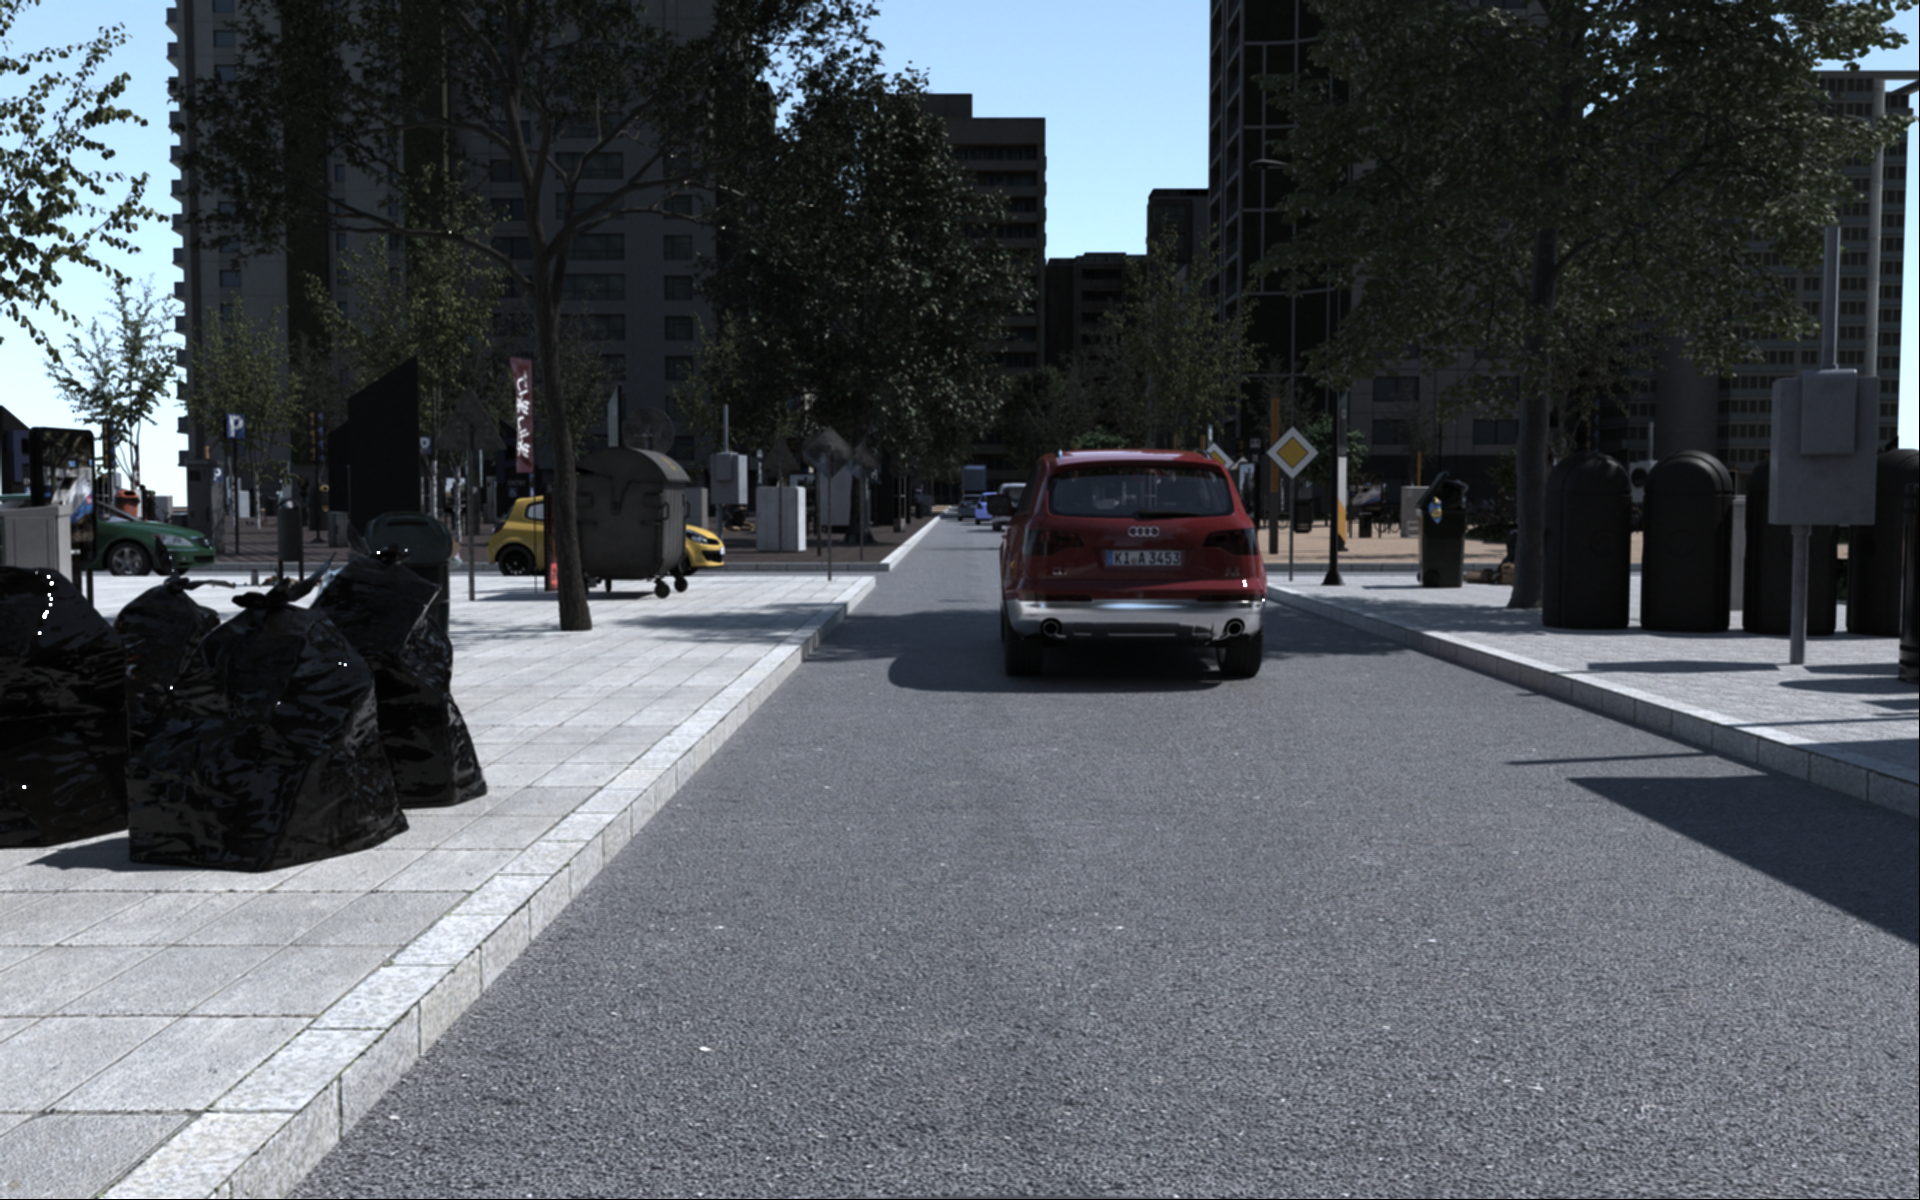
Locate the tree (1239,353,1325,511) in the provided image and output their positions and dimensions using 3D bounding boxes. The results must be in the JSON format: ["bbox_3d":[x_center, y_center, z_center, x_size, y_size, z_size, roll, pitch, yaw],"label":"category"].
[{"bbox_3d":[16.867,-8.556,90.249,4.360,8.622,3.978,0,3,0],"label":"tree"}]

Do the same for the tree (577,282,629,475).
[{"bbox_3d":[-12.698,-6.469,56.133,4.360,8.622,3.978,0,3,0],"label":"tree"}]

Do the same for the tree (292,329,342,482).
[{"bbox_3d":[-19.256,-6.554,57.520,4.360,8.622,3.978,0,3,0],"label":"tree"}]

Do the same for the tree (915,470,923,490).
[{"bbox_3d":[-3.258,-11.394,136.655,4.737,8.622,4.395,0,3,0],"label":"tree"}]

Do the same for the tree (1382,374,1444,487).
[{"bbox_3d":[28.129,-9.557,106.625,4.360,8.622,3.978,0,3,0],"label":"tree"}]

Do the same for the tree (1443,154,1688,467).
[{"bbox_3d":[12.829,-5.257,36.320,4.360,8.622,3.978,0,3,0],"label":"tree"}]

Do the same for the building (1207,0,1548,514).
[{"bbox_3d":[26.457,-41.567,117.880,20.563,71.187,20.611,0,4,0],"label":"building"}]

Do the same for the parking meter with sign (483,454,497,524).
[{"bbox_3d":[-20.088,-4.802,74.767,0.543,3.016,1.738,-3,5,-41],"label":"parking meter with sign"}]

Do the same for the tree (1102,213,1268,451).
[{"bbox_3d":[5.952,-5.877,46.455,4.737,8.622,4.395,0,3,0],"label":"tree"}]

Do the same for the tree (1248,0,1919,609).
[{"bbox_3d":[6.846,-6.190,19.331,7.486,12.596,7.792,0,3,0],"label":"tree"}]

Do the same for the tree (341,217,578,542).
[{"bbox_3d":[-13.371,-5.877,46.455,4.360,8.622,3.978,0,3,0],"label":"tree"}]

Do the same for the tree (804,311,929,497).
[{"bbox_3d":[-3.741,-6.965,64.237,4.360,8.622,3.978,0,3,0],"label":"tree"}]

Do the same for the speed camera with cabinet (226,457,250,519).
[{"bbox_3d":[-38.211,-5.952,91.658,0.660,3.252,2.038,-3,4,-39],"label":"speed camera with cabinet"}]

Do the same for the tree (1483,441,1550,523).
[{"bbox_3d":[20.423,-4.233,63.810,1.663,3.219,1.824,0,3,0],"label":"tree"}]

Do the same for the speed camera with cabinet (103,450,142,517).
[{"bbox_3d":[-35.360,-4.811,72.996,0.660,3.252,2.038,0,4,7],"label":"speed camera with cabinet"}]

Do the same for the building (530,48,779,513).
[{"bbox_3d":[-19.921,-21.061,116.043,14.160,30.474,14.107,0,4,0],"label":"building"}]

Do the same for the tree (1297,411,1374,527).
[{"bbox_3d":[14.581,-5.178,68.374,4.285,4.588,4.351,0,3,0],"label":"tree"}]

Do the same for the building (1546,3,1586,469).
[{"bbox_3d":[46.014,-32.923,161.996,21.600,48.544,21.300,0,4,0],"label":"building"}]

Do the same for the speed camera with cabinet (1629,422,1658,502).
[{"bbox_3d":[18.494,-3.296,48.220,0.660,3.252,2.038,-2,4,-31],"label":"speed camera with cabinet"}]

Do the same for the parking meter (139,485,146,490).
[{"bbox_3d":[-50.677,-6.220,107.406,0.255,1.863,0.399,0,4,-5],"label":"parking meter"}]

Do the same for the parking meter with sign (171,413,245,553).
[{"bbox_3d":[-16.459,-2.540,37.784,1.738,3.016,0.543,1,4,20],"label":"parking meter with sign"}]

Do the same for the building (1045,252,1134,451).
[{"bbox_3d":[17.323,-26.802,209.911,14.107,30.474,14.160,0,4,0],"label":"building"}]

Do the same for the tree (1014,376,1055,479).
[{"bbox_3d":[5.473,-8.300,86.075,4.360,8.622,3.978,0,3,0],"label":"tree"}]

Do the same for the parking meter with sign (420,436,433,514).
[{"bbox_3d":[-16.548,-3.396,51.793,0.543,3.016,1.738,2,4,26],"label":"parking meter with sign"}]

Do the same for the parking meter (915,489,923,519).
[{"bbox_3d":[-2.140,-5.014,90.388,0.372,1.533,0.369,0,3,0],"label":"parking meter"}]

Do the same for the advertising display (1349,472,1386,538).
[{"bbox_3d":[11.932,-2.796,50.930,0.974,1.923,0.123,2,4,23],"label":"advertising display"}]

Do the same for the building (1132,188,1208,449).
[{"bbox_3d":[24.640,-24.120,166.057,14.160,30.474,14.107,0,4,0],"label":"building"}]

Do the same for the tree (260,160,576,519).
[{"bbox_3d":[-11.753,-5.345,37.748,4.737,8.622,4.395,0,3,0],"label":"tree"}]

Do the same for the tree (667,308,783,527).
[{"bbox_3d":[-9.459,-7.155,67.349,4.737,8.622,4.395,0,3,0],"label":"tree"}]

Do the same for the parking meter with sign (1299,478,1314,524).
[{"bbox_3d":[15.116,-4.847,75.508,0.543,3.016,1.738,0,4,-7],"label":"parking meter with sign"}]

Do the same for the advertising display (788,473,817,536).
[{"bbox_3d":[-4.781,-2.907,52.739,0.974,1.923,0.123,2,4,24],"label":"advertising display"}]

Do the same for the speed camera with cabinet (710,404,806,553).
[{"bbox_3d":[-4.455,-2.686,38.259,2.038,3.252,0.660,1,4,14],"label":"speed camera with cabinet"}]

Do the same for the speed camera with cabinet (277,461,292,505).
[{"bbox_3d":[-40.995,-6.769,105.006,0.660,3.252,2.038,-2,4,-30],"label":"speed camera with cabinet"}]

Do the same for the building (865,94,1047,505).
[{"bbox_3d":[-0.533,-36.066,213.374,21.600,48.544,21.300,0,4,0],"label":"building"}]

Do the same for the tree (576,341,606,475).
[{"bbox_3d":[-18.078,-7.907,79.645,4.737,8.622,4.395,0,3,0],"label":"tree"}]

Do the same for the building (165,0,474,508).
[{"bbox_3d":[-57.240,-37.947,162.435,28.212,58.520,21.231,0,4,0],"label":"building"}]

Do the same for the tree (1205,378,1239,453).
[{"bbox_3d":[15.168,-9.539,106.322,4.360,8.622,3.978,0,3,0],"label":"tree"}]

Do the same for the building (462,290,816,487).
[{"bbox_3d":[-27.652,-19.295,160.506,28.899,21.520,27.650,0,4,0],"label":"building"}]

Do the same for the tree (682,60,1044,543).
[{"bbox_3d":[-2.642,-7.868,45.653,9.611,12.733,9.660,0,3,0],"label":"tree"}]

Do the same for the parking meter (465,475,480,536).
[{"bbox_3d":[-15.086,-2.929,53.603,0.255,1.863,0.399,2,4,30],"label":"parking meter"}]

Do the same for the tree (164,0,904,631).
[{"bbox_3d":[-3.960,-4.996,16.095,7.601,10.594,8.767,1,4,9],"label":"tree"}]

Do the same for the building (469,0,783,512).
[{"bbox_3d":[-24.371,-42.440,132.138,20.563,71.187,20.611,0,4,0],"label":"building"}]

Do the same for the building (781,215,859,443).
[{"bbox_3d":[-23.318,-32.233,218.894,23.993,40.220,32.217,0,4,0],"label":"building"}]

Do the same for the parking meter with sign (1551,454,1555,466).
[{"bbox_3d":[25.591,-4.744,73.822,0.543,3.016,1.738,1,4,11],"label":"parking meter with sign"}]

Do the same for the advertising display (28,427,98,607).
[{"bbox_3d":[-8.793,-0.722,17.018,0.123,1.923,0.974,0,4,2],"label":"advertising display"}]

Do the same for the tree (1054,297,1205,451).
[{"bbox_3d":[6.426,-7.032,65.327,4.360,8.622,3.978,0,3,0],"label":"tree"}]

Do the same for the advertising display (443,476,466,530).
[{"bbox_3d":[-18.131,-3.495,62.361,0.974,1.923,0.123,-3,5,-43],"label":"advertising display"}]

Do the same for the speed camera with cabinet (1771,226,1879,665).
[{"bbox_3d":[7.171,-1.134,12.877,2.038,3.252,0.660,1,4,19],"label":"speed camera with cabinet"}]

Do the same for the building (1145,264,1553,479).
[{"bbox_3d":[30.798,-18.316,144.503,27.650,21.520,28.899,0,4,0],"label":"building"}]

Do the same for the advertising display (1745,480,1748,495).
[{"bbox_3d":[36.807,-4.574,79.996,0.974,1.923,0.123,2,4,30],"label":"advertising display"}]

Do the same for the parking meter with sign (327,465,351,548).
[{"bbox_3d":[-14.442,-2.797,41.999,0.543,3.016,1.738,3,5,42],"label":"parking meter with sign"}]

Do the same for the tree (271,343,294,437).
[{"bbox_3d":[-28.837,-7.788,77.690,4.360,8.622,3.978,0,3,0],"label":"tree"}]

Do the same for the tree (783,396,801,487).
[{"bbox_3d":[-10.098,-8.458,88.644,4.737,8.622,4.395,0,3,0],"label":"tree"}]

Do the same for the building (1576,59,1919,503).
[{"bbox_3d":[68.799,-28.477,157.480,23.993,40.220,32.217,0,4,0],"label":"building"}]

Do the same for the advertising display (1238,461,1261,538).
[{"bbox_3d":[5.755,-1.792,34.514,0.123,1.923,0.974,-1,4,-11],"label":"advertising display"}]

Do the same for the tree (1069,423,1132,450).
[{"bbox_3d":[6.458,-5.912,80.375,4.285,4.588,4.351,0,3,0],"label":"tree"}]

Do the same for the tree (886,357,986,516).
[{"bbox_3d":[-2.157,-12.063,115.356,7.486,12.596,7.792,0,3,0],"label":"tree"}]

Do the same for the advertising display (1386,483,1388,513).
[{"bbox_3d":[24.168,-5.745,99.152,0.123,1.923,0.974,-1,4,-19],"label":"advertising display"}]

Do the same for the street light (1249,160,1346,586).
[{"bbox_3d":[4.723,-3.163,24.251,1.470,5.913,1.316,0,4,0],"label":"street light"}]
